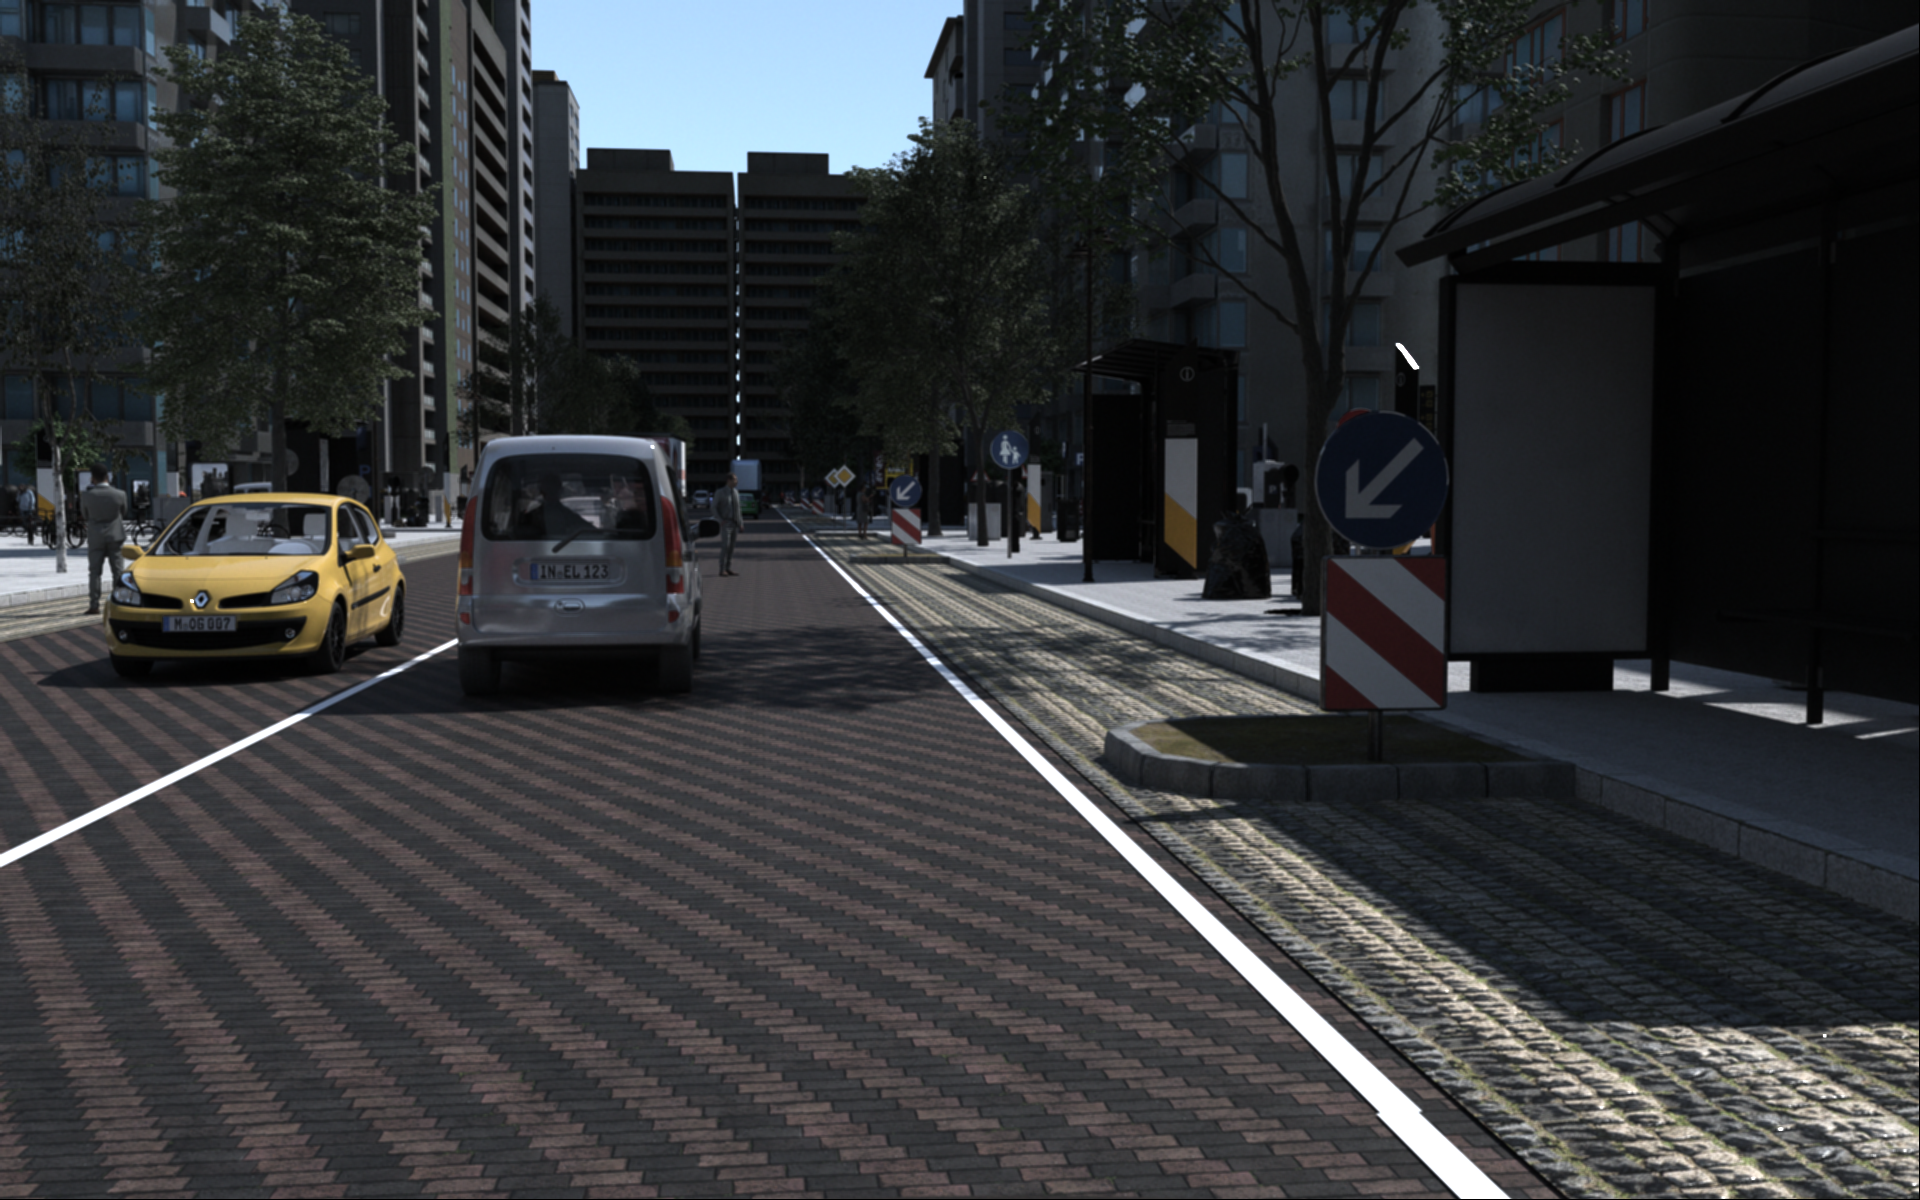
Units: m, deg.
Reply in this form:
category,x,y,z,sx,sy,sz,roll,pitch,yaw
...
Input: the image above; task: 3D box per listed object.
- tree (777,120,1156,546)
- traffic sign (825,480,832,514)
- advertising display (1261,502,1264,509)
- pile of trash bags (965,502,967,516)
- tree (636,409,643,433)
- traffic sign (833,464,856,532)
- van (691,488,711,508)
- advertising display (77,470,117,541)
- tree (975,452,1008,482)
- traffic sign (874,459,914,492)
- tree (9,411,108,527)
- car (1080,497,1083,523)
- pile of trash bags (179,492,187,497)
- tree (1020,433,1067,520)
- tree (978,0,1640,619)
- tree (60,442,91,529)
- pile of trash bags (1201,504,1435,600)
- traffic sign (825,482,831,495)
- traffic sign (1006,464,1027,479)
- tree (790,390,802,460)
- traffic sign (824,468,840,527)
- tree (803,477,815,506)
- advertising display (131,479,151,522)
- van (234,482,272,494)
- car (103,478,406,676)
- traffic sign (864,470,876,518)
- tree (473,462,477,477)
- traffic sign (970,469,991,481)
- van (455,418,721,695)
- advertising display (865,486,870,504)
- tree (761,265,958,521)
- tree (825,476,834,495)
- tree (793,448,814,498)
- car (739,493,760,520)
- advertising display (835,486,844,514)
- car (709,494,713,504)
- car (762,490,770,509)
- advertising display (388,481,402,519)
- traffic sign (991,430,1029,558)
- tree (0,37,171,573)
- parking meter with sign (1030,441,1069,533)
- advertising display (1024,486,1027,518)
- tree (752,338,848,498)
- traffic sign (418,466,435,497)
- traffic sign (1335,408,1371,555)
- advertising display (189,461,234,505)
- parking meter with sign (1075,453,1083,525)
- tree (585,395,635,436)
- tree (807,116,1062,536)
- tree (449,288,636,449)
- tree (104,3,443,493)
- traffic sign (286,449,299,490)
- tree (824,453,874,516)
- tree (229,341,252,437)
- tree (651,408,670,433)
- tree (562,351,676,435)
category,x,y,z,sx,sy,sz,roll,pitch,yaw
tree,0.625,-6.617,42.604,8.767,10.594,7.601,0,4,6
traffic sign,-8.419,-6.920,113.247,0.768,2.556,0.104,0,4,-1
advertising display,10.373,-3.243,58.234,0.123,1.923,0.974,2,4,33
pile of trash bags,-0.597,-5.761,103.948,1.912,1.369,3.447,-1,4,-8
tree,-23.203,-10.561,107.078,8.767,10.594,7.601,2,4,24
traffic sign,-3.905,-3.358,58.547,0.795,2.450,0.064,0,4,-7
van,-26.845,-10.573,179.872,2.013,2.044,4.112,0,4,-5
advertising display,-23.588,-2.580,47.392,0.974,1.923,0.123,-2,4,-25
tree,1.209,-5.045,77.089,1.663,3.219,1.824,0,3,0
traffic sign,-3.734,-6.351,97.717,2.265,3.308,0.079,0,4,-1
tree,-35.386,-5.159,68.055,4.285,4.588,4.351,0,3,0
car,6.977,-3.391,64.113,5.304,1.827,2.281,0,4,-5
pile of trash bags,-29.327,-3.556,67.888,1.912,1.369,3.447,2,4,31
tree,3.659,-6.225,85.486,4.285,4.588,4.351,0,3,0
tree,3.827,-5.652,18.168,9.928,11.665,9.643,0,3,0
tree,-33.328,-4.291,64.759,1.663,3.219,1.824,0,3,0
pile of trash bags,4.615,-0.708,21.328,3.447,1.369,1.912,2,4,25
traffic sign,-10.413,-8.496,139.019,0.768,2.556,0.104,0,4,-6
traffic sign,2.021,-3.669,59.999,0.884,2.594,0.081,0,4,3
tree,-8.798,-12.780,127.083,7.486,12.596,7.792,0,3,0
traffic sign,-4.817,-3.843,66.480,0.795,2.450,0.064,0,4,-7
tree,-16.292,-11.783,187.253,1.663,3.219,1.824,0,3,0
advertising display,-36.247,-4.369,76.650,0.123,1.923,0.974,1,4,19
van,-24.795,-3.242,60.022,4.112,2.044,2.013,0,4,-7
car,-5.972,-0.289,14.948,2.015,1.641,3.980,0,4,-7
traffic sign,-4.713,-5.649,92.472,0.768,2.556,0.104,0,4,3
tree,-34.840,-8.909,129.374,4.285,4.588,4.351,0,3,0
traffic sign,0.855,-4.458,72.890,0.884,2.594,0.081,0,4,0
van,-2.927,-0.416,13.809,2.013,2.044,4.112,0,4,-7
advertising display,-5.679,-6.264,107.628,0.974,1.923,0.123,0,4,3
tree,-4.869,-10.227,84.217,9.611,12.733,9.660,0,3,0
tree,-10.050,-11.290,134.959,4.360,8.622,3.978,0,3,0
tree,-15.932,-14.245,183.266,4.737,8.622,4.395,0,3,0
car,-12.313,-5.458,98.036,1.959,1.807,4.718,0,4,-6
advertising display,-7.621,-6.404,109.913,0.123,1.923,0.974,2,4,27
car,-30.027,-12.377,211.946,1.945,1.707,3.694,0,4,-8
car,-19.258,-9.591,165.480,2.281,1.827,5.304,0,4,-6
advertising display,-28.184,-4.963,86.354,0.974,1.923,0.123,3,4,37
traffic sign,0.992,-2.107,34.554,0.768,2.556,0.104,0,4,0
tree,-14.643,-4.737,27.805,4.360,8.622,3.978,0,3,0
parking meter with sign,2.673,-3.728,57.220,1.738,3.016,0.543,-1,4,-10
advertising display,3.456,-5.322,92.232,0.974,1.923,0.123,1,4,17
tree,-18.258,-21.371,205.297,12.611,20.169,13.585,0,3,0
traffic sign,-24.423,-4.842,79.269,0.768,2.556,0.104,0,4,2
traffic sign,5.947,-1.573,25.826,0.768,2.556,0.104,0,4,-2
advertising display,-14.812,-1.780,34.315,0.974,1.923,0.123,1,4,19
parking meter with sign,5.374,-4.729,73.573,0.543,3.016,1.738,1,4,19
tree,-25.233,-10.586,123.446,4.360,8.622,3.978,0,3,0
tree,-0.652,-8.201,52.208,7.486,12.596,7.792,0,3,0
tree,-19.457,-8.781,77.984,7.601,10.594,8.767,0,4,1
tree,-15.690,-7.496,40.682,7.486,12.596,7.792,0,3,0
traffic sign,-18.996,-2.976,48.765,0.768,2.556,0.104,0,4,1
tree,-6.334,-7.229,101.900,4.285,4.588,4.351,0,3,0
tree,-33.655,-7.749,77.056,4.360,8.622,3.978,0,3,0
tree,-35.672,-17.410,210.416,9.928,11.665,9.643,0,3,0
tree,-27.581,-13.615,139.619,9.611,12.733,9.660,0,3,0
